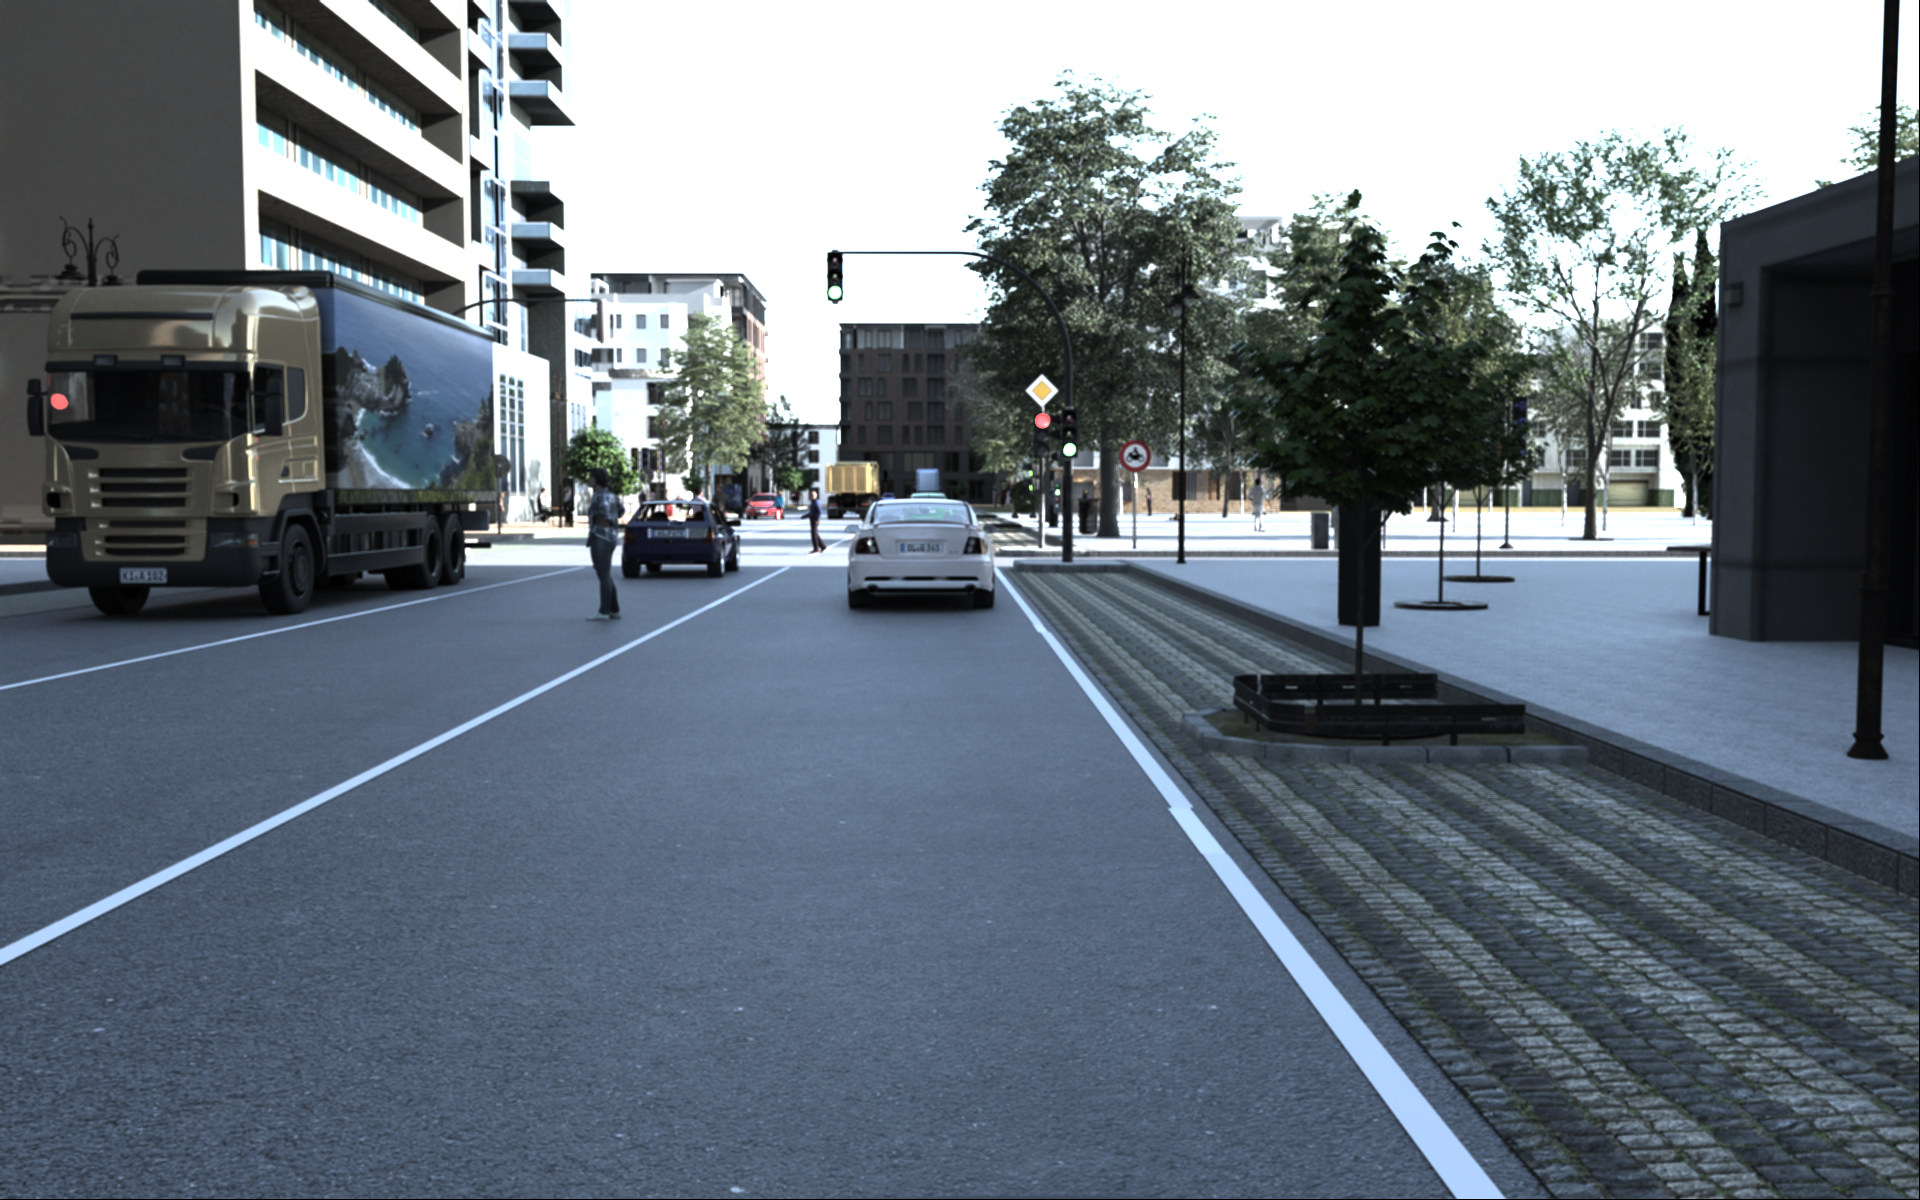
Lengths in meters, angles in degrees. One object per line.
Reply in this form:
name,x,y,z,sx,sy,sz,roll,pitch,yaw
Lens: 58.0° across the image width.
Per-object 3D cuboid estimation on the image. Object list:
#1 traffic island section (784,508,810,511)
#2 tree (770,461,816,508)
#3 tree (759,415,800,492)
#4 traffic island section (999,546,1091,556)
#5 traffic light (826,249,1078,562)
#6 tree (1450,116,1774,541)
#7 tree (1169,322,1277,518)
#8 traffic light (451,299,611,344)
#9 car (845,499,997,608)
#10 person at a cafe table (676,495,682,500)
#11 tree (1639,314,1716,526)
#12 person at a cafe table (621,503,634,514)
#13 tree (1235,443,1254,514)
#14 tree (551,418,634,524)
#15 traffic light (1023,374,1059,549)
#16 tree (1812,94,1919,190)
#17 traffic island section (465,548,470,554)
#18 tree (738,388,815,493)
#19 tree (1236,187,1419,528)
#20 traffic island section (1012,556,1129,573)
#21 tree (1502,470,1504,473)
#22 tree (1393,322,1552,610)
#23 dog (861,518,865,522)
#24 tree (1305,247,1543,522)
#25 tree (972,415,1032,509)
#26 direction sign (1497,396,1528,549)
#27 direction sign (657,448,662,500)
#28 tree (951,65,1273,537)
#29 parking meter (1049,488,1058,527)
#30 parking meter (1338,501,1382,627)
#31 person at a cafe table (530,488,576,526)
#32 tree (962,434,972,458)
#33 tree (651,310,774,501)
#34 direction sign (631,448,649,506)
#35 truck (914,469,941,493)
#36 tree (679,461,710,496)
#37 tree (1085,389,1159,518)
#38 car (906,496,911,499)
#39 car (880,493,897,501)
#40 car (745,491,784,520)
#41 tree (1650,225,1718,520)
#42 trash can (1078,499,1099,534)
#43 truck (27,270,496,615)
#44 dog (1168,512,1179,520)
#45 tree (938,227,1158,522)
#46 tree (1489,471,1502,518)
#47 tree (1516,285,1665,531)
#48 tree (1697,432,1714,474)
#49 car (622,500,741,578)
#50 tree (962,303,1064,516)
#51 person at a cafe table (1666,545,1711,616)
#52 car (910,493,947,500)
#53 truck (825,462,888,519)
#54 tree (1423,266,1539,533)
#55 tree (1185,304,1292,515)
traffic island section,-13.733,-7.380,143.523,1.991,0.108,1.994,0,4,-1
tree,-16.732,-11.146,165.956,4.285,4.588,4.351,0,3,0
tree,-16.448,-12.730,158.502,4.737,8.622,4.395,0,3,0
traffic island section,1.934,-1.124,40.654,2.009,0.180,2.903,0,4,-1
traffic light,-0.090,-3.530,32.386,4.771,5.953,1.251,0,4,-1
tree,17.610,-7.450,47.563,9.928,11.665,9.643,0,3,0
tree,14.688,-9.728,93.457,7.601,10.594,8.767,1,4,12
traffic light,-10.555,-4.020,40.393,4.771,5.953,1.251,0,4,-1
car,-0.521,-0.661,23.168,2.083,1.381,4.827,0,4,-1
person at a cafe table,-18.015,-6.149,111.399,1.698,1.238,1.726,-1,4,-12
tree,28.938,-7.203,68.124,4.737,8.622,4.395,0,3,0
person at a cafe table,-21.882,-6.137,111.205,1.726,1.238,1.698,-1,4,-18
tree,18.779,-9.993,113.742,4.737,8.622,4.395,0,3,0
tree,-15.644,-5.537,74.241,4.285,4.588,4.351,0,3,0
traffic light,1.894,-3.157,40.539,0.839,4.253,0.868,0,4,-1
tree,27.408,-8.059,49.898,7.486,12.596,7.792,0,3,0
traffic island section,-12.686,-1.112,40.464,2.009,0.180,2.903,0,4,-1
tree,-16.108,-13.252,151.083,7.601,10.594,8.767,0,4,6
tree,13.778,-8.985,65.028,7.486,12.596,7.792,0,3,0
traffic island section,2.041,-0.635,32.669,2.009,0.180,2.903,0,4,-1
tree,23.645,-7.158,67.392,4.360,8.622,3.978,0,3,0
tree,5.506,-1.532,19.642,1.663,3.219,1.824,0,3,0
dog,-3.579,-2.966,67.774,0.540,0.507,0.406,-1,4,-15
tree,22.073,-9.923,79.247,9.611,12.733,9.660,0,3,0
tree,3.854,-9.796,110.530,4.360,8.622,3.978,0,3,0
direction sign,12.821,-2.968,40.519,0.876,3.537,0.379,3,5,42
direction sign,-14.899,-5.740,85.839,0.379,3.537,0.876,0,4,3
tree,4.397,-8.850,51.355,9.857,13.997,8.962,0,3,0
parking meter,3.633,-3.596,67.198,0.372,1.533,0.369,0,3,0
parking meter,3.899,-0.684,16.901,0.255,1.863,0.399,-2,4,-26
person at a cafe table,-16.674,-3.803,70.695,1.622,1.524,1.698,-2,4,-24
tree,2.672,-12.017,146.843,4.360,8.622,3.978,0,3,0
tree,-15.181,-11.557,107.082,7.486,12.596,7.792,0,3,0
direction sign,-15.687,-5.685,84.946,0.876,3.537,0.379,1,4,8
truck,-3.318,-11.568,178.902,2.967,4.110,18.799,0,4,-1
tree,-15.717,-6.539,101.509,1.663,3.219,1.824,0,3,0
tree,8.436,-8.580,90.640,4.360,8.622,3.978,0,3,0
car,-3.248,-6.966,126.472,1.945,1.354,3.894,0,4,0
car,-7.715,-10.842,186.853,1.945,1.707,3.694,0,4,-2
car,-10.987,-5.431,97.835,2.155,1.783,4.494,0,4,0
tree,41.416,-11.493,89.735,13.155,14.587,18.604,0,4,-5
trash can,4.100,-2.668,55.272,0.748,1.137,0.748,0,3,0
truck,-9.076,-2.145,23.989,2.839,4.237,11.283,0,4,-1
dog,10.377,-4.063,84.171,0.748,0.427,0.550,2,4,23
tree,4.075,-10.295,78.695,12.009,13.543,11.850,0,3,0
tree,28.184,-8.630,91.458,4.360,8.622,3.978,0,3,0
tree,22.371,-6.732,60.438,4.360,8.622,3.978,0,3,0
tree,12.520,-2.002,27.327,1.663,3.219,1.824,0,3,0
car,-4.957,-1.132,31.083,1.945,1.354,3.894,0,4,-1
tree,3.525,-11.164,100.653,7.486,12.596,7.792,0,3,0
person at a cafe table,8.729,-0.458,18.343,1.726,1.238,1.698,-3,5,-40
car,-1.198,-3.428,64.852,1.959,1.807,4.718,0,4,-3
truck,-6.221,-6.512,102.393,3.469,3.379,9.791,0,4,1
tree,16.592,-6.531,57.136,4.737,8.622,4.395,0,3,0
tree,18.247,-11.466,104.480,9.611,12.733,9.660,0,3,0
